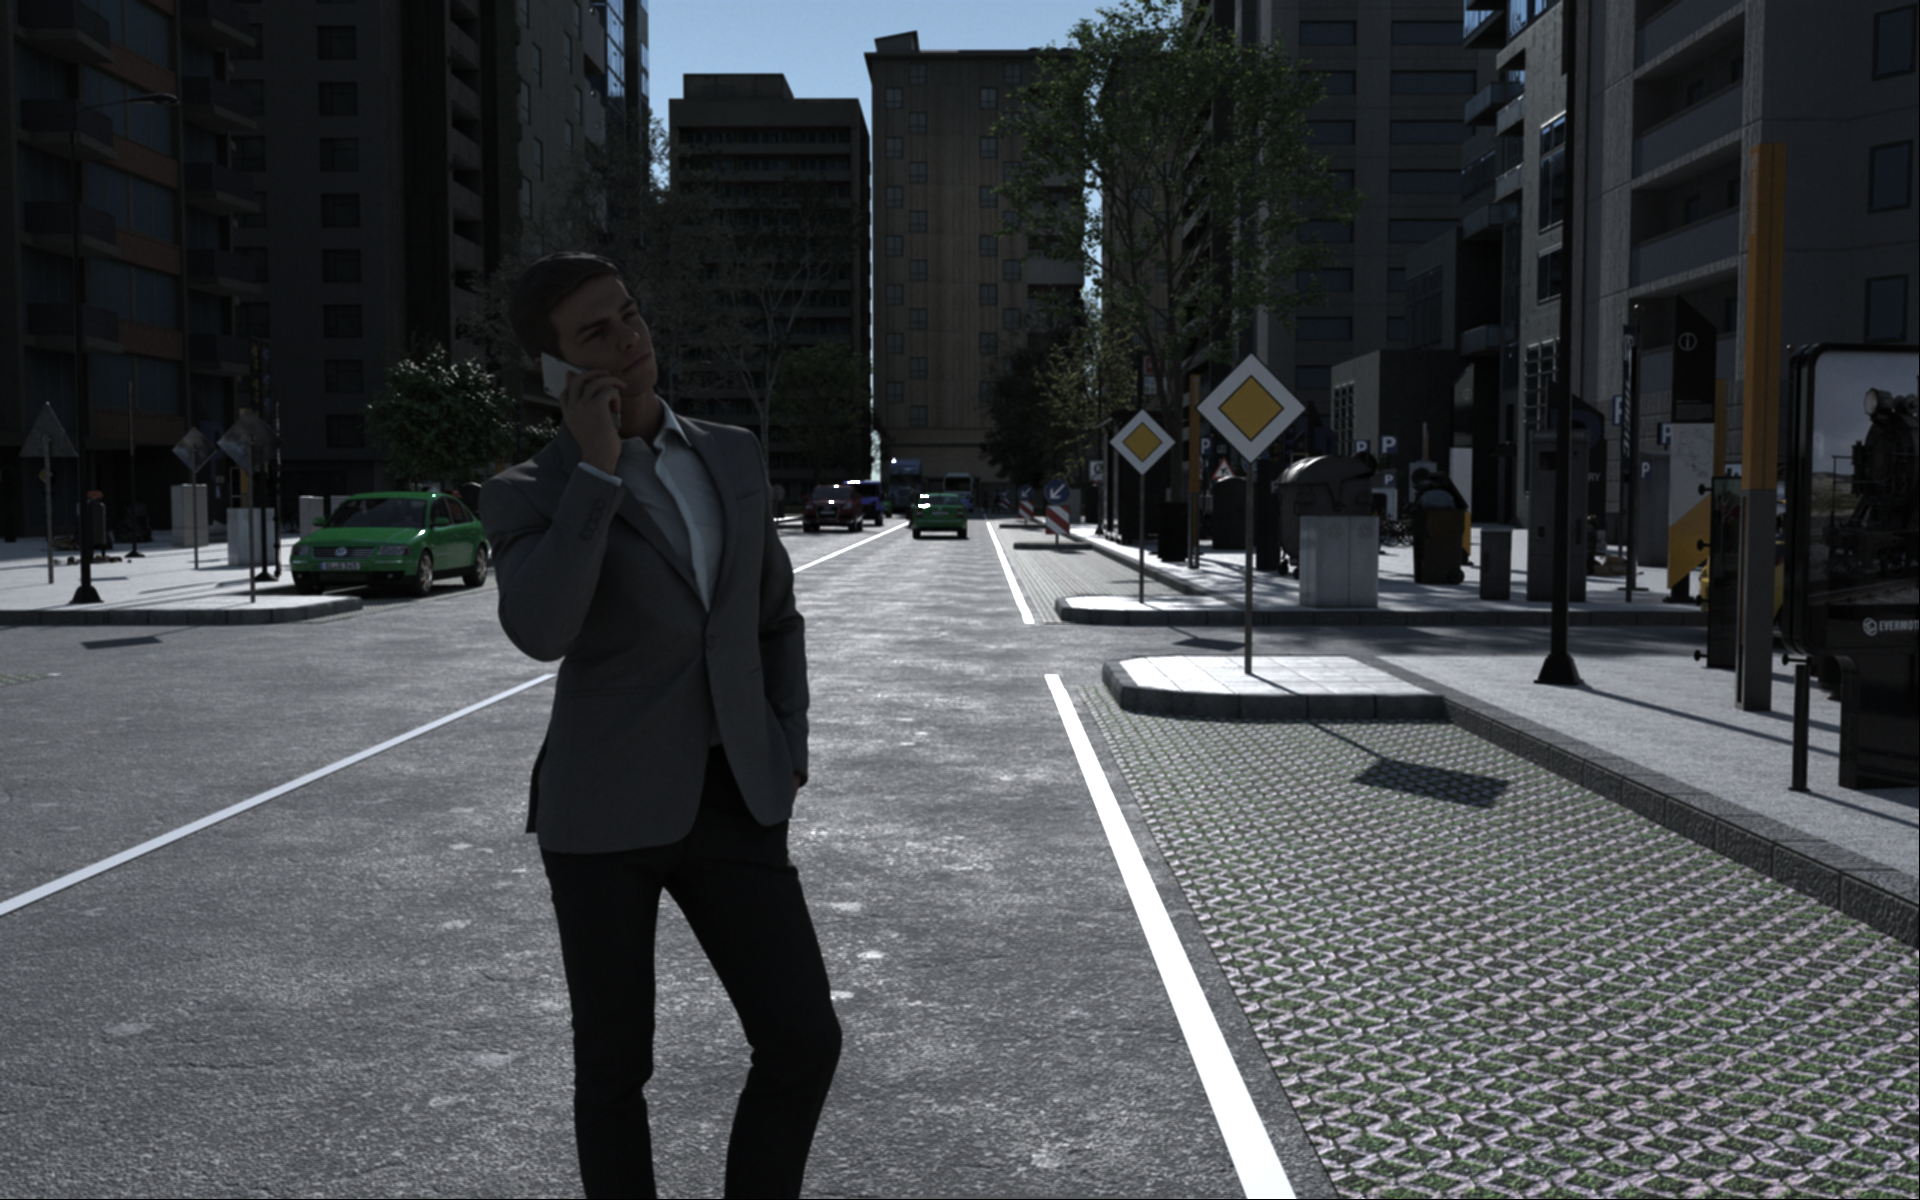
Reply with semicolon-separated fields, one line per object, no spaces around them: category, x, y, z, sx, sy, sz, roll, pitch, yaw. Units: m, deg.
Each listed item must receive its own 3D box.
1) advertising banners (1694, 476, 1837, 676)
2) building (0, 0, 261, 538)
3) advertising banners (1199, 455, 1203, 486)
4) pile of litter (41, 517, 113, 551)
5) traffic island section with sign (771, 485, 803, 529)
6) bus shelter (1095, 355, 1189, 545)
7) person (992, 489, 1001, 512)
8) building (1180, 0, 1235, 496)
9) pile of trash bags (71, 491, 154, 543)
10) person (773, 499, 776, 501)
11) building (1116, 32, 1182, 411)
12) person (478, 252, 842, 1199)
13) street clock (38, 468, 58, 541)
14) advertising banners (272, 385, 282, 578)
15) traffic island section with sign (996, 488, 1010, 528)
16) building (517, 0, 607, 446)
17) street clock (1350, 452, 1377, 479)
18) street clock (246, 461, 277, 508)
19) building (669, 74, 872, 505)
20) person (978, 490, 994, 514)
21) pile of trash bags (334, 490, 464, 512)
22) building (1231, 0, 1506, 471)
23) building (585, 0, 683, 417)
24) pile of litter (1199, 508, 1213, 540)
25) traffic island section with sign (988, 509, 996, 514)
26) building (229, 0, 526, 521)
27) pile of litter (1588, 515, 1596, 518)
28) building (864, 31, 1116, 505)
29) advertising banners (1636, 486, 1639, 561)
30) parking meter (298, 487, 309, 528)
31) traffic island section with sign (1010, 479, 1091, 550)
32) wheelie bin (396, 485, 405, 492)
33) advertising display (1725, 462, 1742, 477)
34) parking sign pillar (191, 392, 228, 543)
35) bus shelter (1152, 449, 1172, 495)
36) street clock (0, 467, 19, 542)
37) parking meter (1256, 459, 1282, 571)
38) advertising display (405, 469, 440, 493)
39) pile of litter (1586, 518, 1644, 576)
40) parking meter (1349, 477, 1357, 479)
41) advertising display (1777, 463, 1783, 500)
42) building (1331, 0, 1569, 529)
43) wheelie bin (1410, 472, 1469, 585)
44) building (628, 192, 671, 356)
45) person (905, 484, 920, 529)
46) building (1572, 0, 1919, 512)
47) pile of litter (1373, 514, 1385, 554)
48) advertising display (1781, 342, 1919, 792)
advertising banners;6.129;-0.968;12.008;0.090;3.025;2.074;-3;4;-37
building;-37.101;-24.573;56.400;22.147;44.769;28.867;0;4;1
advertising banners;7.474;-3.652;55.898;0.090;3.025;2.074;2;4;31
pile of litter;-20.171;-1.567;39.587;1.176;0.858;1.719;3;5;40
traffic island section with sign;-7.584;-3.879;72.044;1.989;1.847;2.006;0;4;1
bus shelter;4.918;-4.291;47.797;2.179;5.291;8.768;0;4;1
person;2.864;-7.879;137.192;0.709;1.838;0.599;0;4;3
building;30.477;-31.940;145.913;21.300;48.544;21.600;0;4;1
pile of trash bags;-22.215;-2.165;45.143;1.912;1.369;3.447;-1;4;-16
person;-18.780;-10.189;175.811;0.721;1.743;1.217;-2;4;-32
building;30.795;-37.767;206.736;27.495;52.752;28.713;0;4;1
person;-0.455;0.360;2.788;0.592;1.802;0.473;-1;4;-20
street clock;-24.926;-2.618;47.379;0.471;2.002;0.358;-2;4;-30
advertising banners;-10.771;-1.904;27.315;0.090;3.025;2.074;-1;4;-20
traffic island section with sign;2.647;-3.923;72.776;1.989;1.847;2.006;0;4;1
building;-37.924;-31.773;108.730;28.713;52.752;27.495;0;4;1
street clock;6.912;-1.546;29.843;0.471;2.002;0.358;0;4;-2
street clock;-14.655;-1.937;36.247;0.358;2.002;0.471;3;5;42
building;-21.662;-35.471;203.657;21.600;48.544;21.300;0;4;1
person;1.891;-7.202;126.965;1.217;1.743;0.721;1;4;13
pile of trash bags;-13.567;-1.961;41.822;3.447;1.369;1.912;1;4;14
building;29.678;-35.355;120.061;21.231;58.520;28.212;0;4;1
building;-38.890;-50.915;145.128;31.000;86.520;22.319;0;4;1
pile of litter;7.266;-2.127;48.740;1.719;0.858;1.176;-2;4;-32
traffic island section with sign;3.113;-6.992;122.942;1.989;1.847;2.006;0;4;1
building;-30.524;-19.236;86.209;14.160;30.474;14.107;0;4;1
pile of litter;13.059;-1.391;36.701;1.176;0.858;1.719;1;4;19
building;3.297;-37.751;206.469;27.495;52.752;28.713;0;4;1
advertising banners;13.076;-2.261;33.153;0.090;3.025;2.074;2;4;34
parking meter;-24.502;-3.441;64.670;0.372;1.533;0.369;0;3;0
traffic island section with sign;2.397;-2.235;45.165;1.989;1.847;2.006;0;4;1
wheelie bin;-20.293;-3.367;62.954;0.693;1.594;0.980;-1;4;-23
advertising display;15.286;-1.804;34.714;0.974;1.923;0.123;3;5;40
parking sign pillar;-20.059;-3.536;46.294;1.447;3.967;1.447;0;4;-4
bus shelter;7.434;-4.652;67.347;1.731;3.624;6.357;0;4;0
street clock;-25.205;-2.529;45.914;0.471;2.002;0.358;1;4;14
parking meter;5.174;-1.424;28.986;0.399;1.863;0.255;-3;4;-38
advertising display;-12.444;-2.144;40.270;0.123;1.923;0.974;3;4;36
pile of litter;10.104;-0.828;27.502;1.719;0.858;1.176;-1;4;-8
parking meter;6.139;-1.348;27.753;0.399;1.863;0.255;-2;4;-24
advertising display;16.685;-1.871;35.797;0.974;1.923;0.123;2;4;25
building;29.797;-46.308;69.808;22.319;86.520;31.000;0;4;1
wheelie bin;6.814;-1.028;24.710;0.693;1.594;0.980;0;4;-6
building;-44.421;-31.681;209.863;23.993;40.220;32.217;0;4;1
person;-1.907;-3.863;71.622;0.822;1.834;0.622;-1;4;-20
building;63.950;-36.886;145.080;28.212;58.520;21.231;0;4;1
pile of litter;8.679;-1.448;37.632;1.176;0.858;1.719;1;4;22
advertising display;4.045;-0.142;7.539;0.974;1.923;0.123;-1;4;-13
